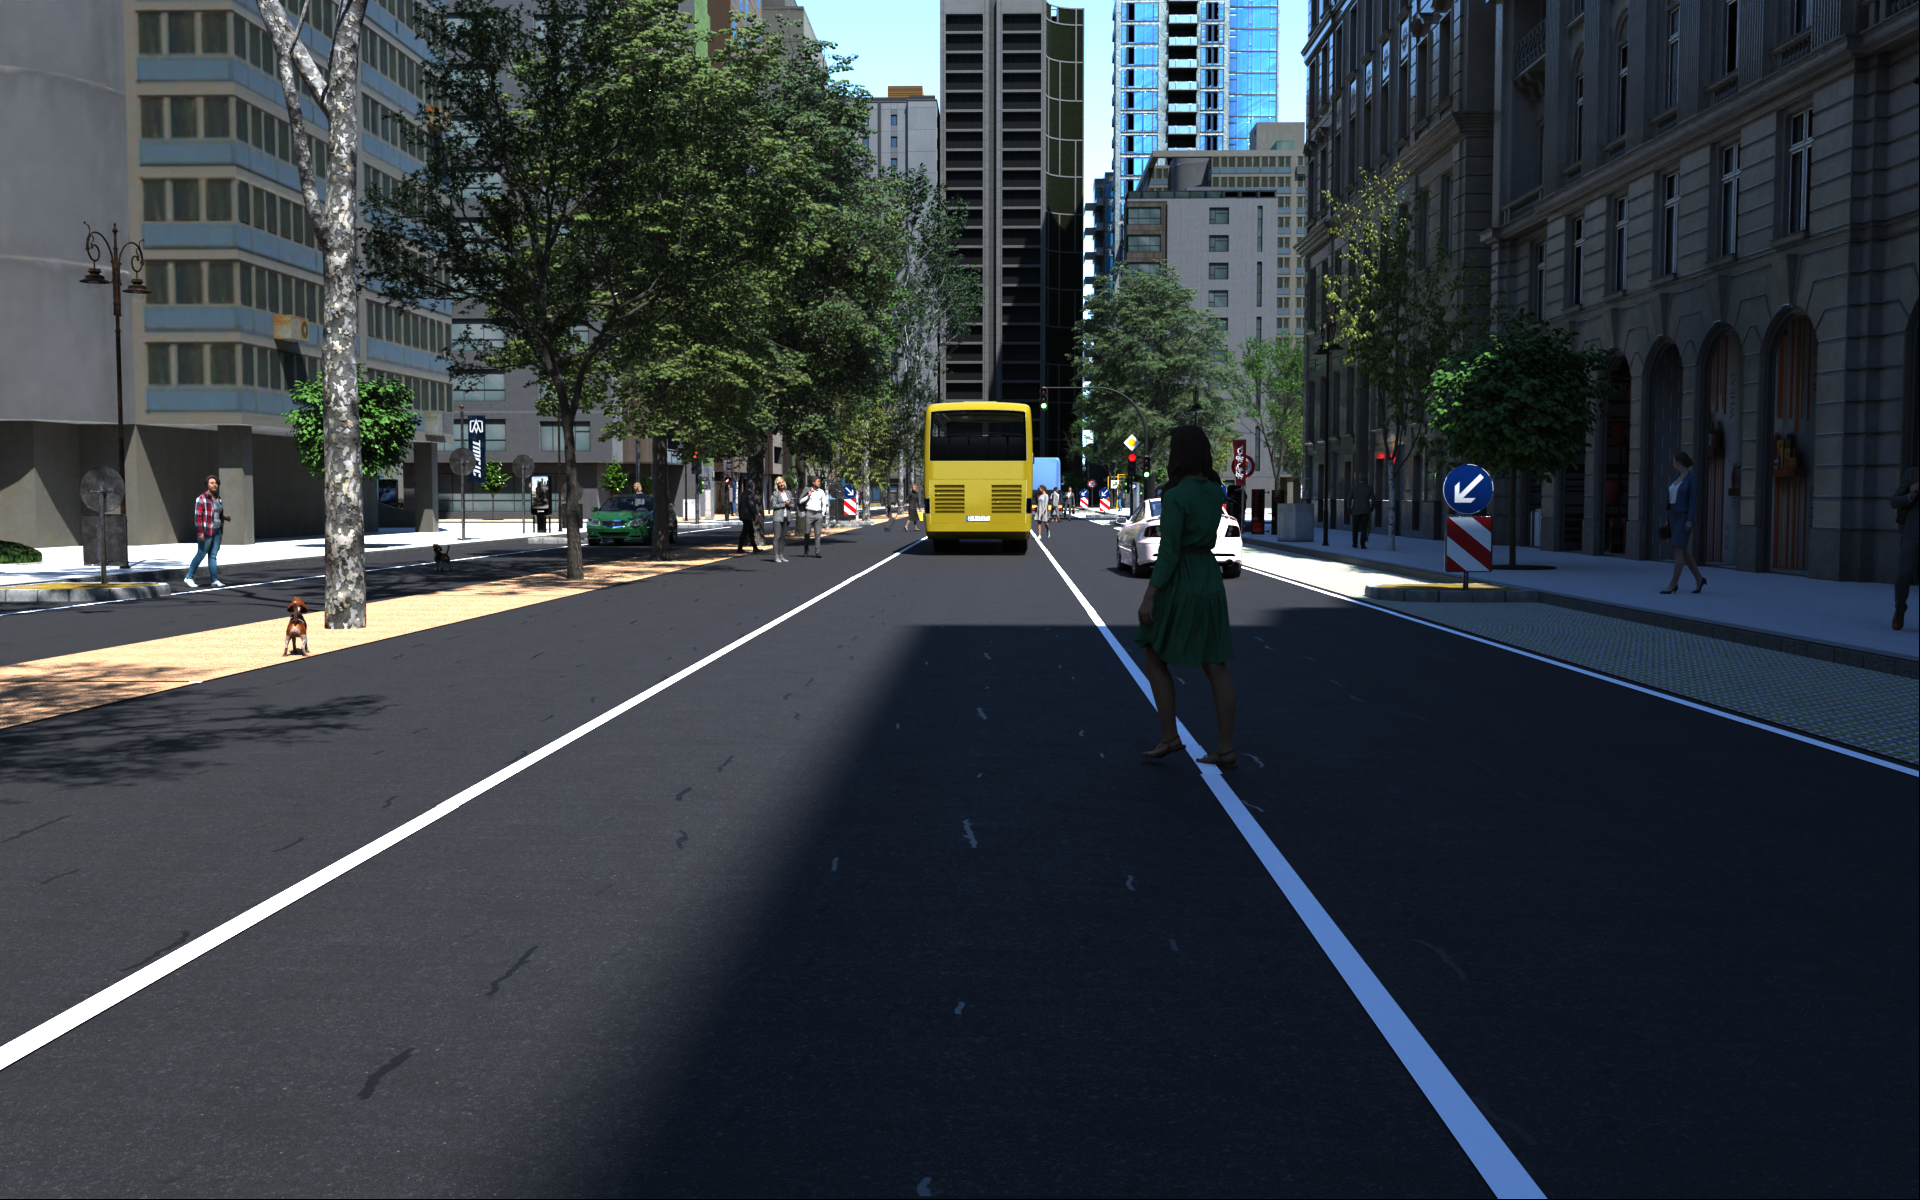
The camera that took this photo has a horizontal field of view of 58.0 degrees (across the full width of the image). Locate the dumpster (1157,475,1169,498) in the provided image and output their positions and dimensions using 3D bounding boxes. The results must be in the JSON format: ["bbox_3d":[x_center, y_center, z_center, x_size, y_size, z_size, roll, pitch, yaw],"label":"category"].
[{"bbox_3d":[10.156,-4.851,81.800,1.502,2.255,1.985,0,4,1],"label":"dumpster"}]

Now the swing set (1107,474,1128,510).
[{"bbox_3d":[14.546,-9.631,155.084,3.119,2.851,2.862,0,4,3],"label":"swing set"}]

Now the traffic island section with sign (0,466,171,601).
[{"bbox_3d":[-12.182,-0.944,24.055,1.989,1.847,2.006,0,4,1],"label":"traffic island section with sign"}]

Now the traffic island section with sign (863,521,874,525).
[{"bbox_3d":[-5.131,-4.487,81.494,2.006,1.907,1.989,0,4,1],"label":"traffic island section with sign"}]

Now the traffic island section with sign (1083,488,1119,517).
[{"bbox_3d":[8.724,-5.971,106.246,1.989,1.847,2.006,0,4,1],"label":"traffic island section with sign"}]

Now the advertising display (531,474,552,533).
[{"bbox_3d":[-13.847,-3.186,57.298,0.974,1.923,0.123,3,5,39],"label":"advertising display"}]

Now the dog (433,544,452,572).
[{"bbox_3d":[-9.588,-0.779,32.031,0.540,0.507,0.406,1,4,12],"label":"dog"}]

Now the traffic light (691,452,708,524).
[{"bbox_3d":[-11.209,-5.196,73.869,0.839,4.253,0.868,0,4,1],"label":"traffic light"}]

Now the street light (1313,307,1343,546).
[{"bbox_3d":[9.113,-4.294,42.996,0.468,5.910,1.993,0,4,1],"label":"street light"}]

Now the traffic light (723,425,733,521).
[{"bbox_3d":[-8.914,-6.555,81.834,4.771,5.953,1.251,0,4,1],"label":"traffic light"}]

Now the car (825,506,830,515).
[{"bbox_3d":[-9.905,-6.866,121.050,1.959,1.807,4.718,0,4,2],"label":"car"}]

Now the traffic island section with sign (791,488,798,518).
[{"bbox_3d":[-10.088,-5.991,106.574,1.989,1.847,2.006,0,4,1],"label":"traffic island section with sign"}]

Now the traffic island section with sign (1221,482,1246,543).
[{"bbox_3d":[7.331,-2.594,51.035,1.989,1.847,2.006,0,4,1],"label":"traffic island section with sign"}]

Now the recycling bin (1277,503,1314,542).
[{"bbox_3d":[9.051,-2.088,46.696,0.722,1.027,0.722,-2,4,-32],"label":"recycling bin"}]

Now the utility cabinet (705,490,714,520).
[{"bbox_3d":[-12.510,-4.757,86.462,0.318,1.500,1.173,0,4,0],"label":"utility cabinet"}]

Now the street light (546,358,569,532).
[{"bbox_3d":[-13.651,-5.272,58.981,0.468,5.910,1.993,0,4,1],"label":"street light"}]

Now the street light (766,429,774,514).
[{"bbox_3d":[-12.310,-8.485,111.515,0.468,5.910,1.993,0,4,1],"label":"street light"}]

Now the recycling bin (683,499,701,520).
[{"bbox_3d":[-13.116,-4.408,84.631,0.722,1.027,0.722,0,4,6],"label":"recycling bin"}]

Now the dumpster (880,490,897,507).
[{"bbox_3d":[-8.006,-11.352,193.812,1.865,1.857,1.264,0,4,0],"label":"dumpster"}]

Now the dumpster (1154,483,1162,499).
[{"bbox_3d":[10.104,-4.784,83.970,1.264,1.857,1.865,0,4,1],"label":"dumpster"}]

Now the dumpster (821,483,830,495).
[{"bbox_3d":[-11.531,-8.733,145.278,1.502,2.255,1.985,0,4,2],"label":"dumpster"}]

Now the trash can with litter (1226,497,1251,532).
[{"bbox_3d":[9.493,-2.897,58.756,1.055,1.170,0.624,0,4,0],"label":"trash can with litter"}]

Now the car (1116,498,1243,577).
[{"bbox_3d":[3.905,-1.153,31.219,2.083,1.381,4.827,0,4,0],"label":"car"}]

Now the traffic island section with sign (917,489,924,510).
[{"bbox_3d":[-3.246,-9.081,156.609,2.006,1.907,1.989,0,4,1],"label":"traffic island section with sign"}]

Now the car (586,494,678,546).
[{"bbox_3d":[-9.320,-2.305,49.479,2.131,1.459,4.920,0,4,3],"label":"car"}]

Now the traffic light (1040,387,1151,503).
[{"bbox_3d":[5.753,-6.034,73.317,4.771,5.953,1.251,0,4,1],"label":"traffic light"}]

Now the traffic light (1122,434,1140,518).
[{"bbox_3d":[8.048,-5.656,81.388,0.839,4.253,0.868,0,4,1],"label":"traffic light"}]

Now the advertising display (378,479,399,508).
[{"bbox_3d":[-24.816,-4.280,75.197,0.974,1.923,0.123,1,4,21],"label":"advertising display"}]

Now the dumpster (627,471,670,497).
[{"bbox_3d":[-13.291,-4.359,73.764,1.502,2.255,1.985,0,4,1],"label":"dumpster"}]

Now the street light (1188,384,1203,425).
[{"bbox_3d":[9.895,-6.117,72.804,0.468,5.910,1.993,0,4,1],"label":"street light"}]

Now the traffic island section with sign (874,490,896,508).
[{"bbox_3d":[-8.132,-10.754,184.449,1.989,1.847,2.006,0,4,1],"label":"traffic island section with sign"}]

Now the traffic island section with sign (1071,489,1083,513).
[{"bbox_3d":[9.398,-7.619,133.193,1.989,1.847,2.006,0,4,1],"label":"traffic island section with sign"}]

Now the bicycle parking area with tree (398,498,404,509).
[{"bbox_3d":[-55.016,-10.134,152.688,9.016,4.147,8.231,0,4,3],"label":"bicycle parking area with tree"}]

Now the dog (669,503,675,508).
[{"bbox_3d":[-14.622,-4.393,86.198,0.800,0.831,0.513,3,5,44],"label":"dog"}]

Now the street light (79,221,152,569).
[{"bbox_3d":[-14.397,-3.480,29.679,0.468,5.910,1.993,0,4,1],"label":"street light"}]

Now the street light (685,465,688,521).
[{"bbox_3d":[-13.072,-6.713,82.541,0.468,5.910,1.993,0,4,1],"label":"street light"}]

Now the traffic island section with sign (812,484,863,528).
[{"bbox_3d":[-5.327,-4.034,74.090,2.006,1.907,1.989,0,4,1],"label":"traffic island section with sign"}]

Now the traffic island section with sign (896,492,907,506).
[{"bbox_3d":[-7.461,-12.406,211.457,1.989,1.847,2.006,0,4,1],"label":"traffic island section with sign"}]

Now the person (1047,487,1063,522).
[{"bbox_3d":[4.800,-4.842,87.933,0.850,1.792,0.678,-1,4,-13],"label":"person"}]

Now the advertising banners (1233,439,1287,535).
[{"bbox_3d":[9.504,-3.601,55.056,2.074,3.025,0.090,3,5,45],"label":"advertising banners"}]

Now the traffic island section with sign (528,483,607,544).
[{"bbox_3d":[-11.501,-2.592,51.001,1.989,1.847,2.006,0,4,1],"label":"traffic island section with sign"}]

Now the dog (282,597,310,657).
[{"bbox_3d":[-5.880,0.242,15.339,0.540,0.507,0.406,2,4,33],"label":"dog"}]

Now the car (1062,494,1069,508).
[{"bbox_3d":[10.321,-10.383,178.564,1.959,1.807,4.718,0,4,2],"label":"car"}]

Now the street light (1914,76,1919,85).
[{"bbox_3d":[8.354,-2.528,14.126,0.468,5.910,1.993,0,4,1],"label":"street light"}]

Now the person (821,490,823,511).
[{"bbox_3d":[-8.967,-6.450,114.634,0.731,1.740,0.598,-3,5,-41],"label":"person"}]

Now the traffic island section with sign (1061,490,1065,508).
[{"bbox_3d":[10.653,-10.684,183.308,1.989,1.847,2.006,0,4,1],"label":"traffic island section with sign"}]

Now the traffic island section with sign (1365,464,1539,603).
[{"bbox_3d":[6.635,-0.921,23.688,1.989,1.847,2.006,0,4,1],"label":"traffic island section with sign"}]
